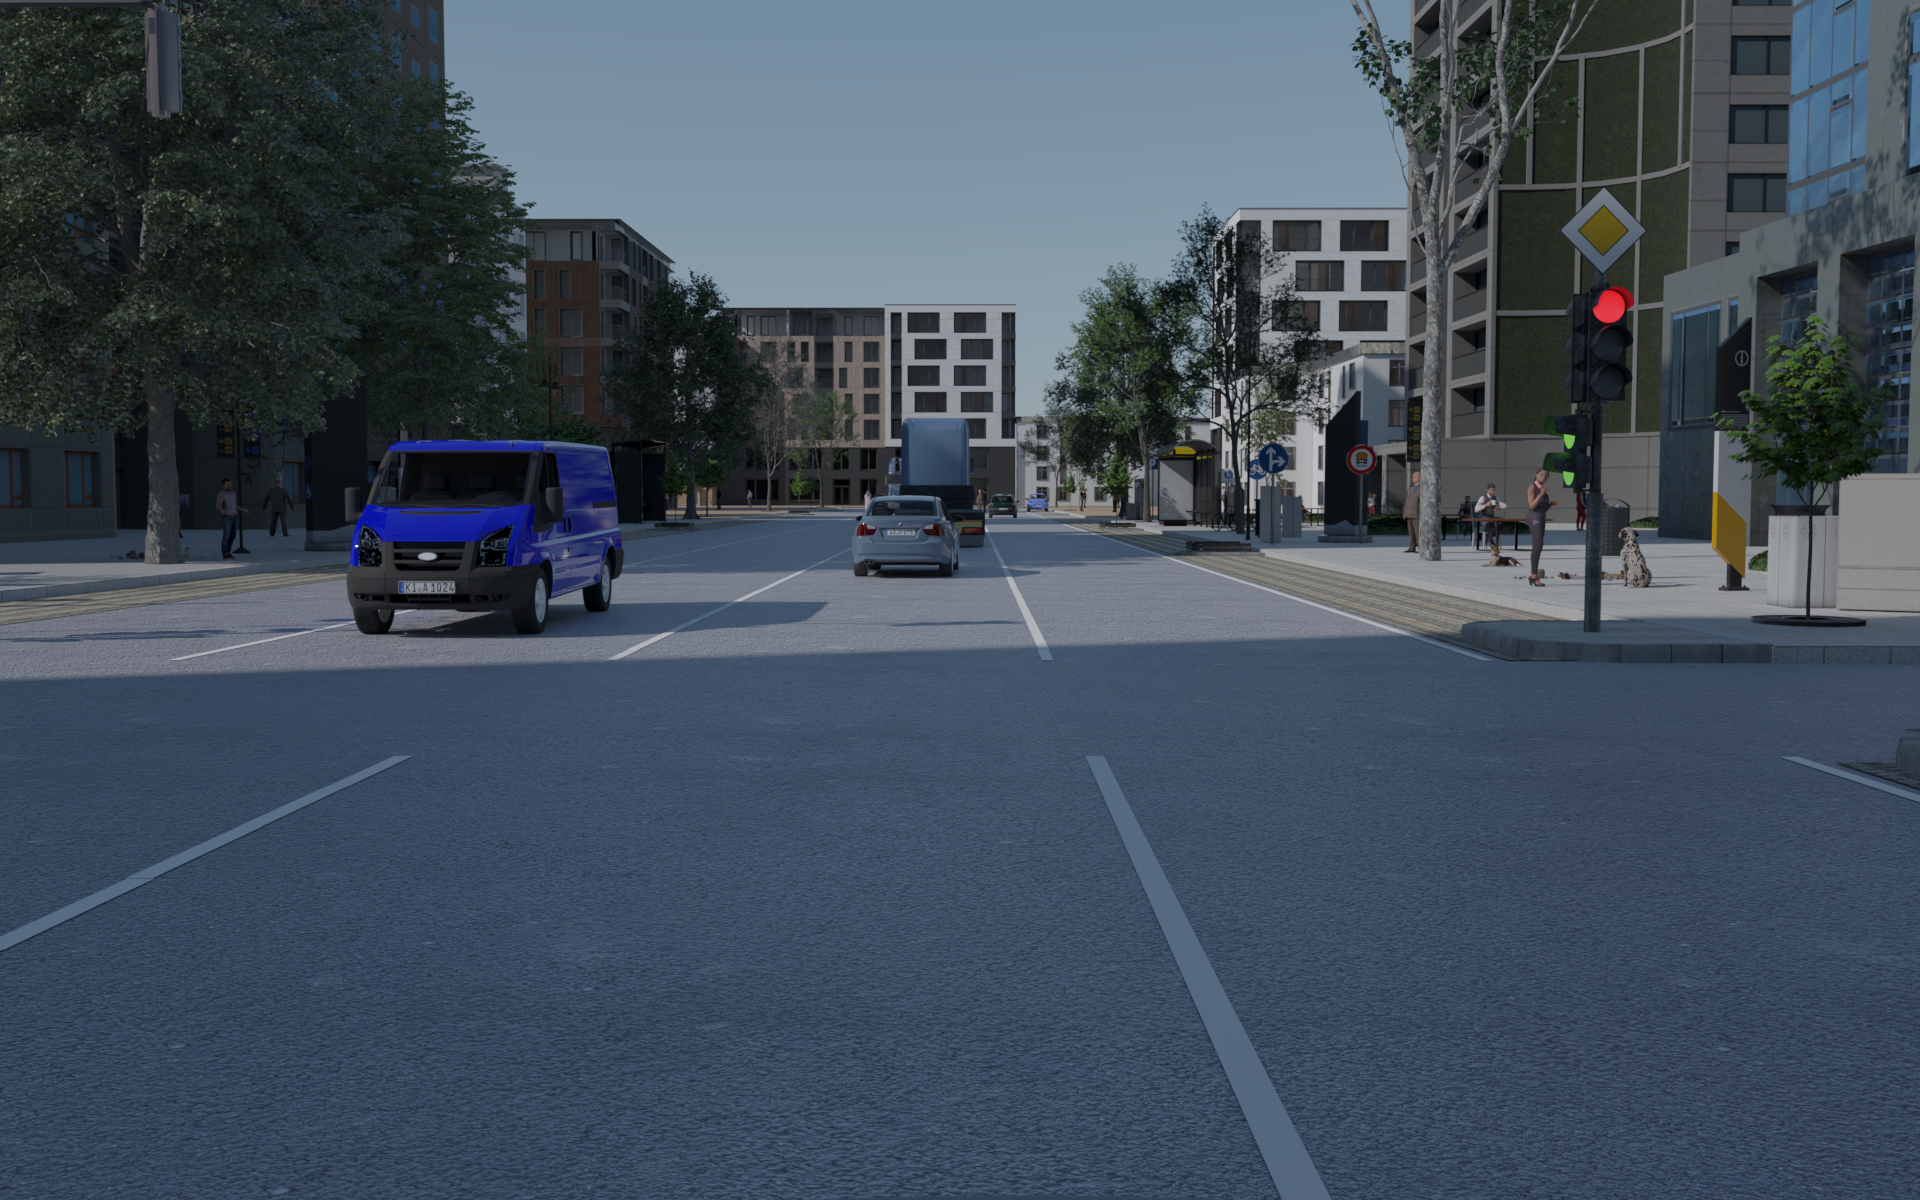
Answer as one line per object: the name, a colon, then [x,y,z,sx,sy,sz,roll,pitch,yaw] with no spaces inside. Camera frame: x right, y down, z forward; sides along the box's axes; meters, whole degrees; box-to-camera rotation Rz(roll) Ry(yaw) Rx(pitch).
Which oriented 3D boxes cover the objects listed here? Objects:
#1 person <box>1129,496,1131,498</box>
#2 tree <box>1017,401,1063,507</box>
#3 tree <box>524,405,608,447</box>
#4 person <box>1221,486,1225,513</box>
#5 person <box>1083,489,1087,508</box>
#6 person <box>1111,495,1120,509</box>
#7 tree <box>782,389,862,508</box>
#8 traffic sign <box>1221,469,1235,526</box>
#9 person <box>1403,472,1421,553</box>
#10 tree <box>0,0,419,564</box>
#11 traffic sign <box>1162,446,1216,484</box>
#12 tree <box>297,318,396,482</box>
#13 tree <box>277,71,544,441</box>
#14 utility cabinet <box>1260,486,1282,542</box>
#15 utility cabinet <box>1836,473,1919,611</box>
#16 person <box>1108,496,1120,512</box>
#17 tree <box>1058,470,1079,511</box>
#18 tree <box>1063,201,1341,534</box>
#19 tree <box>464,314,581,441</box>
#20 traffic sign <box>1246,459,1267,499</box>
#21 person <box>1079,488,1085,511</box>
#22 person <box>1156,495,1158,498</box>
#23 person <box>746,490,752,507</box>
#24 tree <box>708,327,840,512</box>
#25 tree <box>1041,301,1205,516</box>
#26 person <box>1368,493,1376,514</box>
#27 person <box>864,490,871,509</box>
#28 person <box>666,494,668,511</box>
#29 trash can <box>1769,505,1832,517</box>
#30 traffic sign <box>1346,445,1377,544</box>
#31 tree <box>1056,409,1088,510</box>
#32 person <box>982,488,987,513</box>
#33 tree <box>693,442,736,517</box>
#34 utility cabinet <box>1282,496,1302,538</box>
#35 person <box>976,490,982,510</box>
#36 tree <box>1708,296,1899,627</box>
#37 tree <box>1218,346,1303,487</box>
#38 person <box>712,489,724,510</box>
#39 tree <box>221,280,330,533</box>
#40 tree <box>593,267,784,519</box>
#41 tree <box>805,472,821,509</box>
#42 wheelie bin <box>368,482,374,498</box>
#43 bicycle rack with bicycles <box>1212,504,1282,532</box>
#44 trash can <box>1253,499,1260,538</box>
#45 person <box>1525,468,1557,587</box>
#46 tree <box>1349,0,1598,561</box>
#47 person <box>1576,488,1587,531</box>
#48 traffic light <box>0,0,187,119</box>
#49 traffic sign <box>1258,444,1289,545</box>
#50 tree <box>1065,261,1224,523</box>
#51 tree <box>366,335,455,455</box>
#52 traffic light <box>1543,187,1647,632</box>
person: [14.302,-8.649,147.968,0.721,1.766,1.217,2,4,31]
tree: [9.074,-14.164,165.993,8.767,10.594,7.601,2,4,31]
tree: [-14.647,-4.932,64.350,4.285,4.588,4.351,0,3,0]
person: [17.718,-6.793,116.971,0.599,1.838,0.709,1,4,9]
person: [11.415,-9.184,157.032,0.721,1.723,1.217,0,4,-1]
person: [13.991,-9.043,153.832,1.348,1.831,0.705,-2,4,-30]
tree: [-13.188,-14.681,165.788,9.928,11.665,9.643,0,3,0]
traffic sign: [10.699,-4.092,69.037,0.606,2.300,0.079,0,4,2]
person: [9.871,-1.893,37.550,0.434,1.755,0.990,-1,4,-14]
tree: [-14.764,-7.633,31.449,9.857,13.997,8.962,0,3,0]
traffic sign: [9.667,-4.859,73.320,2.265,3.308,0.079,0,4,6]
tree: [-22.748,-6.952,64.034,4.737,8.622,4.395,0,3,0]
tree: [-14.995,-7.899,47.275,7.486,12.596,7.792,0,3,0]
utility cabinet: [8.241,-2.277,45.901,0.318,1.500,1.173,0,4,-3]
utility cabinet: [10.216,-0.621,18.834,1.173,1.500,0.318,2,4,31]
person: [10.776,-7.010,120.798,0.705,1.807,1.348,3,5,41]
tree: [8.661,-8.550,134.400,1.663,3.219,1.824,0,3,0]
tree: [8.709,-7.401,55.422,7.601,10.594,8.767,2,4,29]
tree: [-17.817,-7.418,71.642,4.737,8.622,4.395,0,3,0]
traffic sign: [10.695,-3.810,62.395,0.768,2.556,0.104,0,4,8]
person: [9.134,-7.438,128.480,0.721,1.723,1.217,1,4,14]
person: [17.869,-8.954,153.150,1.217,1.735,0.721,-1,4,-22]
person: [-20.780,-9.911,170.413,0.599,1.838,0.709,1,4,14]
tree: [-13.897,-13.247,126.961,12.009,13.543,11.850,0,3,0]
tree: [9.544,-11.208,100.261,9.611,12.733,9.660,0,3,0]
person: [20.261,-4.595,85.072,0.435,1.345,0.340,1,4,11]
person: [-7.224,-7.764,136.105,0.551,1.740,0.621,-2,4,-26]
person: [-22.435,-7.700,131.946,0.705,1.823,1.348,-2,4,-31]
trash can: [11.203,-0.702,23.123,0.748,1.137,0.748,0,3,0]
traffic sign: [10.357,-2.730,44.733,0.768,2.556,0.104,0,4,8]
tree: [10.059,-11.731,142.157,4.737,8.622,4.395,0,3,0]
person: [1.790,-7.392,128.992,0.705,1.869,1.348,1,4,14]
tree: [-14.329,-7.017,98.445,4.285,4.588,4.351,0,3,0]
utility cabinet: [9.898,-2.474,51.613,0.306,1.237,1.020,0,4,-8]
person: [1.376,-6.973,123.055,0.434,1.755,0.990,-1,4,-9]
tree: [8.290,-1.378,17.131,1.663,3.219,1.824,0,3,0]
tree: [14.944,-8.223,84.805,4.737,8.622,4.395,0,3,0]
person: [-19.666,-8.257,141.053,0.705,1.822,1.348,2,4,35]
tree: [-22.583,-6.548,57.419,4.360,8.622,3.978,0,3,0]
tree: [-13.779,-10.453,87.912,9.611,12.733,9.660,0,3,0]
tree: [-13.180,-9.599,151.541,1.663,3.219,1.824,0,3,0]
wheelie bin: [-15.204,-2.224,44.272,0.980,1.594,0.693,1,4,8]
bicycle rack with bicycles: [9.872,-2.805,59.250,2.925,0.926,2.852,-2,4,-26]
trash can: [8.980,-2.399,50.884,0.748,1.137,0.748,0,3,0]
person: [8.102,-1.016,24.118,0.415,1.643,0.593,0,4,-5]
tree: [10.326,-10.770,31.981,12.611,20.169,13.585,0,3,0]
person: [21.618,-3.209,60.208,0.444,1.614,0.593,1,4,22]
traffic light: [-9.663,-2.535,16.113,4.771,5.953,1.251,0,4,0]
traffic sign: [7.906,-2.671,43.773,0.768,2.556,0.104,0,4,4]
tree: [8.322,-9.319,78.120,9.928,11.665,9.643,0,3,0]
tree: [-22.274,-7.285,69.466,4.360,8.622,3.978,0,3,0]
traffic light: [5.866,-1.657,16.011,0.839,4.253,0.868,0,4,0]
